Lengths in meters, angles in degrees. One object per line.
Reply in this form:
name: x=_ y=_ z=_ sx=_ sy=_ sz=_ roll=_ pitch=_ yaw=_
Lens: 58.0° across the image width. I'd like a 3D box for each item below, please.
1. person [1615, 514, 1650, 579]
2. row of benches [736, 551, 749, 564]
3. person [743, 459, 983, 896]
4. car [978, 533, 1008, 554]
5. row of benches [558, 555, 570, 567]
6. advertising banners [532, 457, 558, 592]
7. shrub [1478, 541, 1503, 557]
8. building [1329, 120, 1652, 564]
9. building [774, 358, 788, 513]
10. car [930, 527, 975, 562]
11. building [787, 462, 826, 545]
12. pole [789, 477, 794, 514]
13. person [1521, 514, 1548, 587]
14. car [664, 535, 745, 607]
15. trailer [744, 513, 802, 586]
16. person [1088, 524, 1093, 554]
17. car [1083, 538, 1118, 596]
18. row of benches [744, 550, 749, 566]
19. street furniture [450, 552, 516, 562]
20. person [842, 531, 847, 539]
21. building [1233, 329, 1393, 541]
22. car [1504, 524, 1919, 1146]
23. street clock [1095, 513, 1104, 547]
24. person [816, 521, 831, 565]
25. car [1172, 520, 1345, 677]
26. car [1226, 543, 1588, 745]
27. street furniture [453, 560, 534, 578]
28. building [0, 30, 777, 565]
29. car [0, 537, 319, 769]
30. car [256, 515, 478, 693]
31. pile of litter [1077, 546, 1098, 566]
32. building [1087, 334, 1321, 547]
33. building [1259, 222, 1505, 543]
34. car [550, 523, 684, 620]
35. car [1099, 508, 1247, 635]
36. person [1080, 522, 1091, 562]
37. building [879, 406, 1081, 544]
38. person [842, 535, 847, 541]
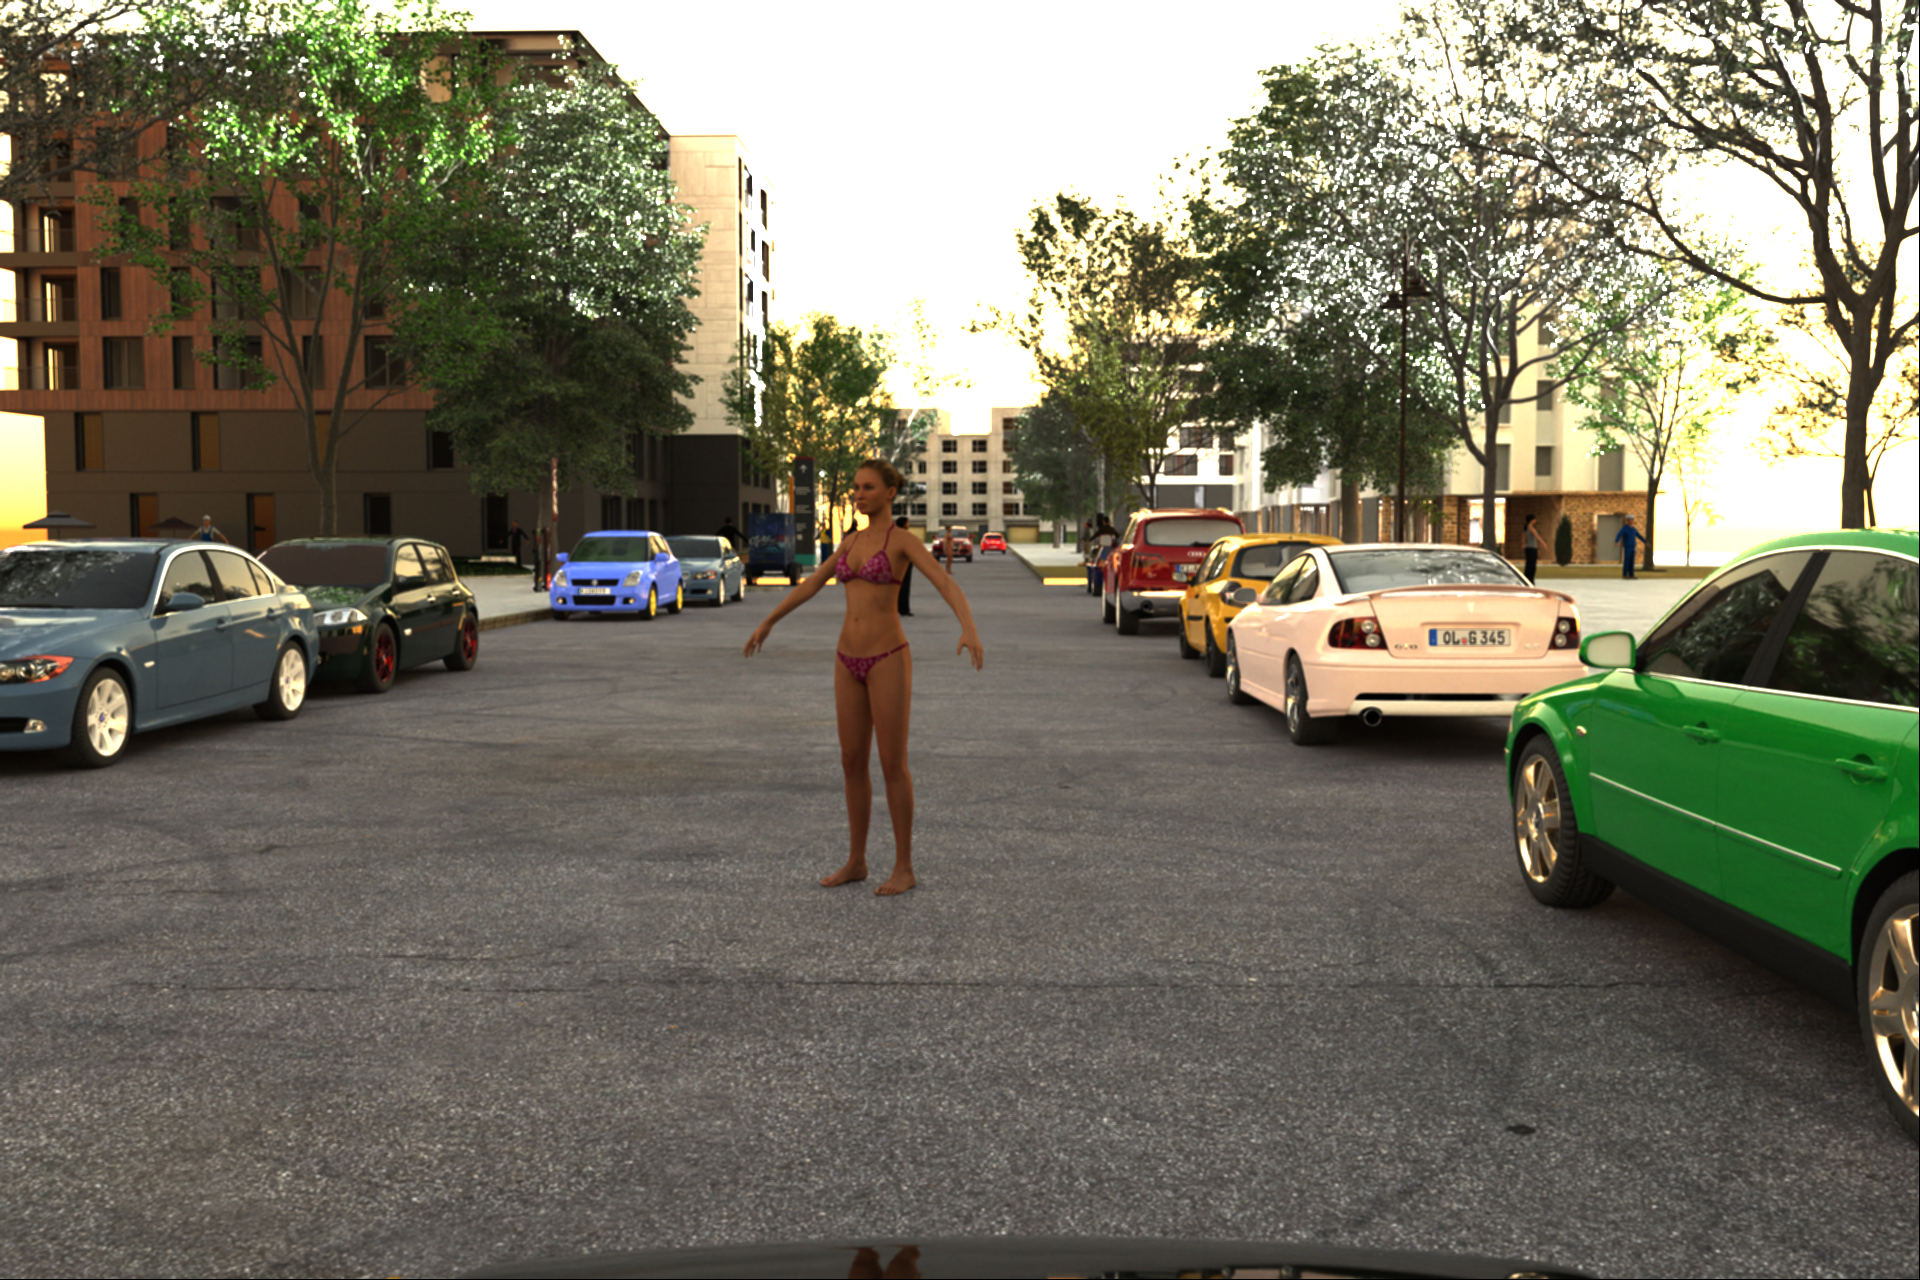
person: x=18.985 y=-2.641 z=49.055 sx=1.347 sy=1.842 sz=0.705 roll=-2 pitch=4 yaw=-28
row of benches: x=-7.799 y=-2.981 z=64.196 sx=4.104 sy=0.672 sz=1.422 roll=-2 pitch=4 yaw=-30
person: x=-0.391 y=0.141 z=6.960 sx=1.217 sy=1.733 sz=0.721 roll=3 pitch=4 yaw=37
car: x=2.389 y=-7.075 z=124.714 sx=2.155 sy=1.783 sz=4.494 roll=0 pitch=4 yaw=1
row of benches: x=-11.648 y=-2.668 z=59.086 sx=4.104 sy=0.672 sz=1.422 roll=-2 pitch=4 yaw=-28
advertising banners: x=-9.303 y=-2.617 z=38.976 sx=0.090 sy=3.025 sz=2.074 roll=0 pitch=4 yaw=2
shrub: x=17.009 y=-2.734 z=55.810 sx=1.383 sy=1.207 sz=1.383 roll=0 pitch=3 yaw=0
building: x=23.712 y=-14.025 z=85.735 sx=16.016 sy=20.090 sz=11.380 roll=0 pitch=4 yaw=1
building: x=-24.845 y=-20.023 z=183.795 sx=16.016 sy=20.090 sz=11.380 roll=0 pitch=4 yaw=1
car: x=-0.375 y=-4.960 z=89.765 sx=2.281 sy=1.827 sz=5.304 roll=0 pitch=4 yaw=1
building: x=-21.016 y=-16.701 z=215.208 sx=9.099 sy=9.664 sz=28.070 roll=0 pitch=4 yaw=1
pole: x=-6.031 y=-4.169 z=62.014 sx=0.158 sy=3.312 sz=0.155 roll=0 pitch=3 yaw=0
person: x=13.223 y=-2.024 z=39.903 sx=0.721 sy=1.737 sz=1.217 roll=0 pitch=4 yaw=-7
car: x=-5.516 y=-1.443 z=35.602 sx=2.014 sy=1.417 sz=4.499 roll=0 pitch=4 yaw=1
trailer: x=-5.204 y=-2.472 z=47.471 sx=1.471 sy=1.999 sz=3.904 roll=0 pitch=4 yaw=1
person: x=6.650 y=-5.073 z=89.135 sx=0.705 sy=1.806 sz=1.347 roll=1 pitch=4 yaw=17
car: x=3.928 y=-1.745 z=41.116 sx=1.945 sy=1.354 sz=3.894 roll=0 pitch=4 yaw=1
row of benches: x=-9.413 y=-3.273 z=68.980 sx=4.104 sy=0.672 sz=1.422 roll=0 pitch=4 yaw=-4
street furniture: x=-19.498 y=-2.838 z=62.023 sx=5.734 sy=0.657 sz=10.072 roll=-2 pitch=4 yaw=-31
person: x=-5.517 y=-4.605 z=84.556 sx=0.599 sy=1.433 sz=0.991 roll=0 pitch=4 yaw=-7
building: x=26.251 y=-16.913 z=132.946 sx=16.016 sy=20.090 sz=11.380 roll=0 pitch=4 yaw=1
car: x=3.097 y=0.214 z=5.295 sx=1.959 sy=1.807 sz=4.718 roll=0 pitch=3 yaw=0
street clock: x=4.764 y=-3.325 z=58.938 sx=0.358 sy=2.002 sz=0.471 roll=0 pitch=4 yaw=2
person: x=-5.602 y=-3.978 z=71.008 sx=0.705 sy=1.833 sz=1.349 roll=-2 pitch=4 yaw=-35
car: x=3.358 y=-0.519 z=18.715 sx=2.015 sy=1.641 sz=3.980 roll=0 pitch=4 yaw=1
car: x=3.191 y=-0.047 z=13.126 sx=2.083 sy=1.381 sz=4.827 roll=0 pitch=4 yaw=0
street furniture: x=-16.749 y=-2.116 z=50.226 sx=5.734 sy=0.657 sz=10.072 roll=1 pitch=4 yaw=22
building: x=-25.397 y=-14.877 z=87.220 sx=27.936 sy=21.610 sz=32.646 roll=0 pitch=4 yaw=2
car: x=-6.045 y=-0.008 z=12.131 sx=2.014 sy=1.417 sz=4.499 roll=0 pitch=4 yaw=2
car: x=-6.003 y=-0.429 z=16.809 sx=2.009 sy=1.686 sz=4.222 roll=0 pitch=4 yaw=1
pile of litter: x=5.212 y=-3.338 z=68.537 sx=1.176 sy=0.858 sz=1.719 roll=0 pitch=4 yaw=0
building: x=28.062 y=-21.372 z=193.410 sx=27.936 sy=21.610 sz=32.646 roll=0 pitch=4 yaw=1
building: x=23.651 y=-15.255 z=105.845 sx=16.016 sy=20.090 sz=11.380 roll=0 pitch=4 yaw=1
car: x=-5.901 y=-1.244 z=29.933 sx=1.945 sy=1.707 sz=3.694 roll=0 pitch=4 yaw=1
car: x=3.271 y=-1.068 z=26.140 sx=2.281 sy=1.827 sz=5.304 roll=0 pitch=4 yaw=1
person: x=5.508 y=-4.247 z=75.709 sx=0.705 sy=1.796 sz=1.348 roll=-1 pitch=4 yaw=-11
building: x=5.595 y=-23.116 z=246.866 sx=31.486 sy=18.905 sz=16.747 roll=1 pitch=4 yaw=10
person: x=-5.449 y=-5.057 z=88.449 sx=1.354 sy=1.858 sz=0.705 roll=-2 pitch=4 yaw=-28
